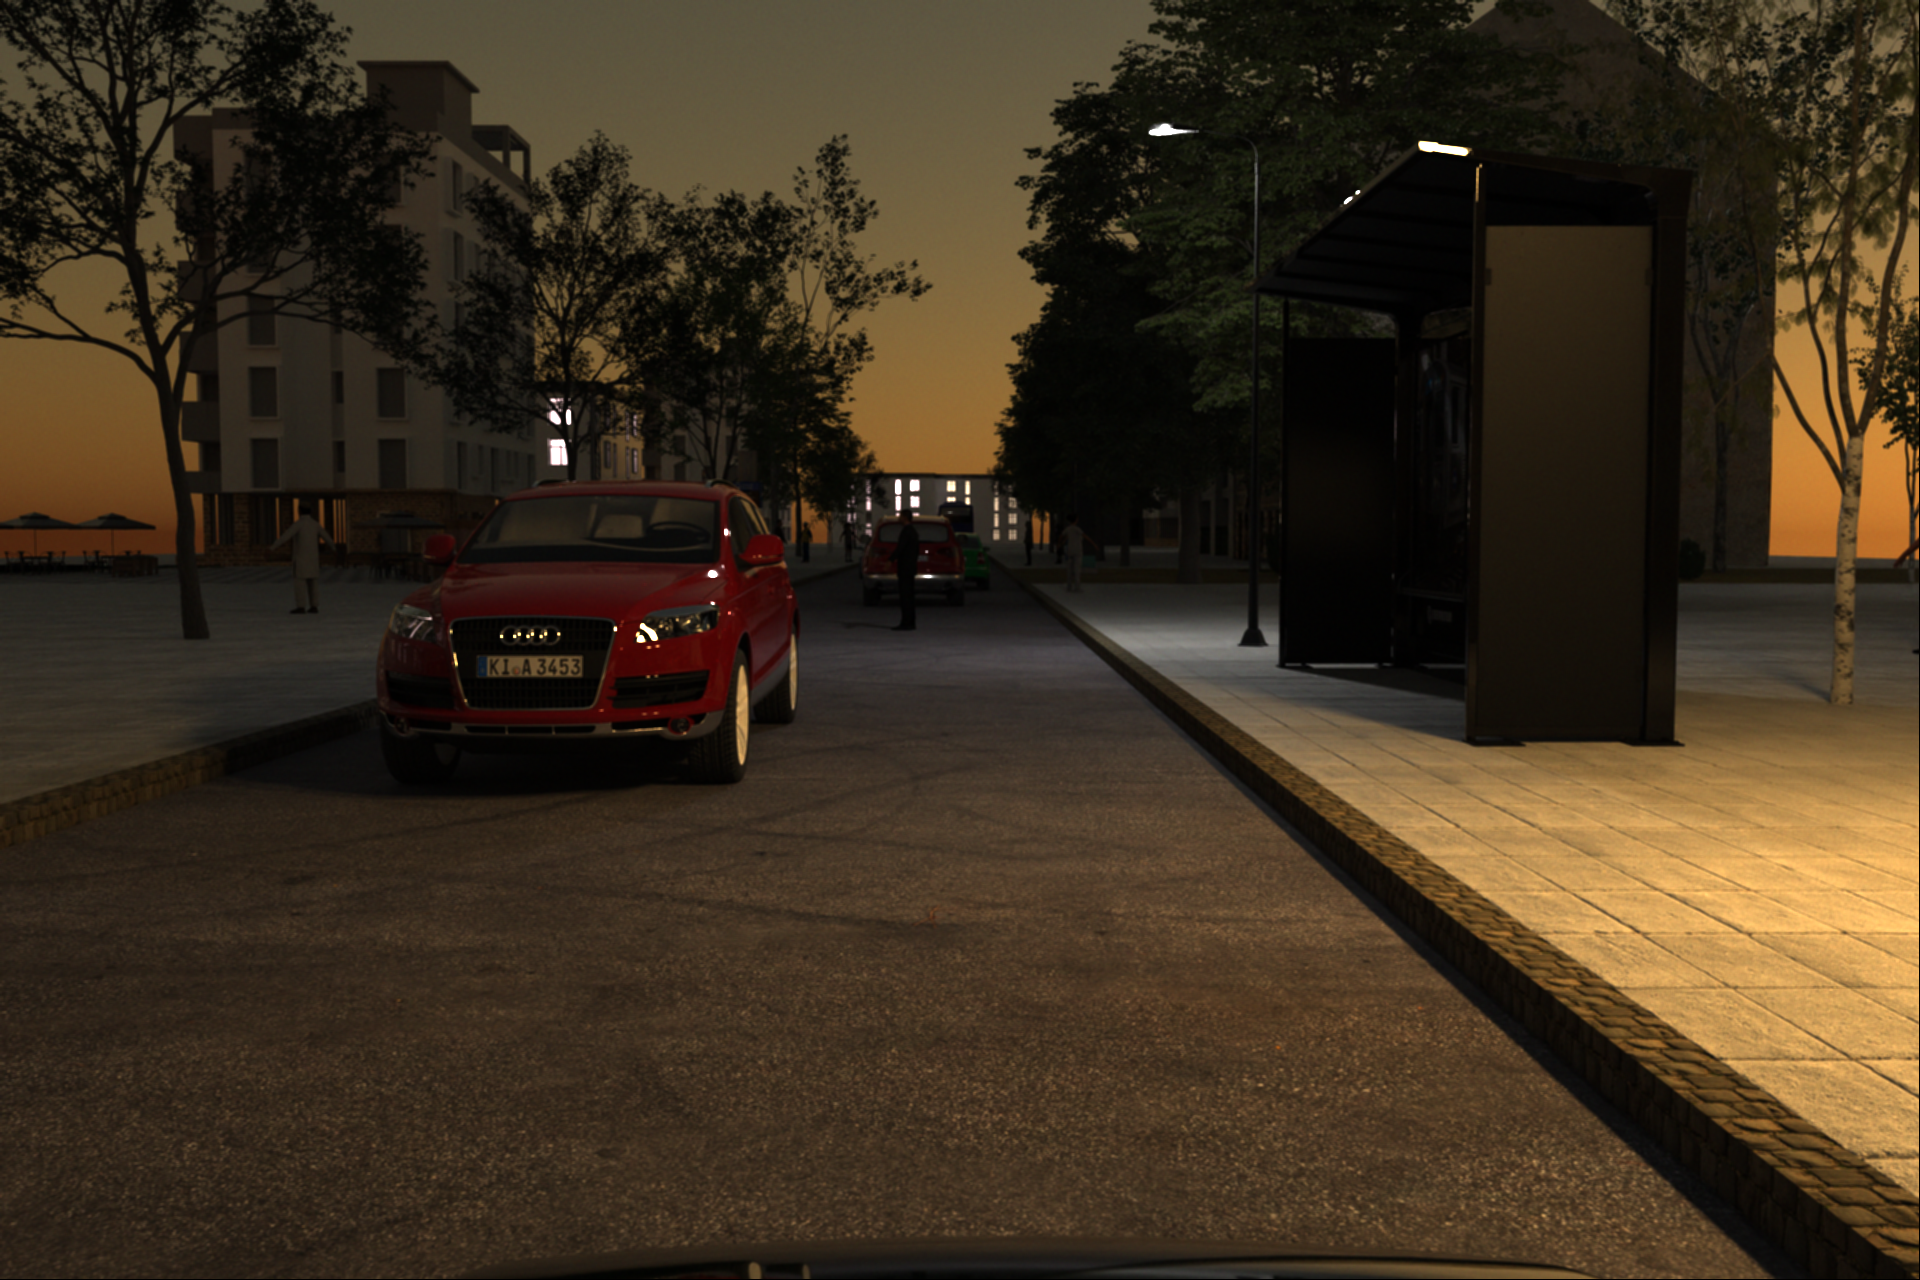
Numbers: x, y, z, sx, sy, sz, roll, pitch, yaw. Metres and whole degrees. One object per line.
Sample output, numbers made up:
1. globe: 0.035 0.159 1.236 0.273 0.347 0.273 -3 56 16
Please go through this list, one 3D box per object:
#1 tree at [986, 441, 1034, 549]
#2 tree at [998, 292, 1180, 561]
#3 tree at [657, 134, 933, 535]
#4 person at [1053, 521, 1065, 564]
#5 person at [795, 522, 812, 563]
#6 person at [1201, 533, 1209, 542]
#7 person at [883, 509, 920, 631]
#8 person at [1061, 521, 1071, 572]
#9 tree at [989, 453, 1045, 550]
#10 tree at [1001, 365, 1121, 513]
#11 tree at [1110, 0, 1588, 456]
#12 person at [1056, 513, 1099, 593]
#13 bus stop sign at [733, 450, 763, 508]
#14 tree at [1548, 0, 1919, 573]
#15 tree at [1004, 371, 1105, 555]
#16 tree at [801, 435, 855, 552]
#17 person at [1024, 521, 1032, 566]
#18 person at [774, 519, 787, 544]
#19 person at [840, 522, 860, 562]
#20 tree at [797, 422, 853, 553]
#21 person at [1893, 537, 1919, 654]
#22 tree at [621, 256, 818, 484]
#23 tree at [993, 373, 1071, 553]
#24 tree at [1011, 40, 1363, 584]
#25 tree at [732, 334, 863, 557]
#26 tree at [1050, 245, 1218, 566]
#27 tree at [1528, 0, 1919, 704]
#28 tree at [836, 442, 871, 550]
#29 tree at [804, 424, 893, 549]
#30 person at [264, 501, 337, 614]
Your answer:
1. tree: 6.140 -12.913 145.545 8.767 10.594 7.601 1 4 9
2. tree: 6.664 -10.717 81.884 9.857 13.997 8.962 0 3 0
3. tree: -8.088 -13.858 82.475 12.611 20.169 13.585 0 3 0
4. person: 4.235 -4.211 74.630 0.705 1.856 1.354 0 4 -6
5. person: -6.953 -4.391 77.769 0.705 1.833 1.349 -3 4 -37
6. person: 10.382 -4.312 76.778 1.348 1.796 0.705 -1 4 -11
7. person: -0.823 -1.051 25.863 0.704 1.802 1.346 1 4 16
8. person: 3.760 -3.212 58.645 0.704 1.817 1.347 2 4 23
9. tree: 6.410 -12.392 137.014 8.767 10.594 7.601 0 4 1
10. tree: 5.934 -10.813 94.926 7.486 12.596 7.792 0 3 0
11. tree: 5.623 -6.616 26.304 7.486 12.596 7.792 0 3 0
12. person: 2.561 -1.912 38.034 0.721 1.739 1.217 -3 5 -44
13. bus stop sign: -6.712 -4.026 54.845 0.837 3.901 0.837 0 4 0
14. tree: 23.729 -12.307 57.111 12.611 20.169 13.585 0 3 0
15. tree: 6.371 -11.450 105.339 7.486 12.596 7.792 0 3 0
16. tree: -9.071 -10.443 121.099 4.737 8.622 4.395 0 3 0
17. person: 2.752 -3.931 70.401 0.705 1.813 1.348 0 4 7
18. person: -6.397 -3.396 61.658 0.704 1.812 1.346 0 4 7
19. person: -5.067 -4.467 79.172 0.704 1.843 1.345 3 5 41
20. tree: -8.606 -10.005 113.952 4.360 8.622 3.978 0 3 0
21. person: 10.380 -0.768 18.340 0.704 1.855 1.343 0 4 -3
22. tree: -9.139 -8.547 65.499 9.928 11.665 9.643 0 3 0
23. tree: 5.686 -12.041 115.002 7.486 12.596 7.792 0 3 0
24. tree: 5.823 -8.409 44.137 9.857 13.997 8.962 0 3 0
25. tree: -9.585 -11.034 98.536 7.486 12.596 7.792 0 3 0
26. tree: 6.900 -9.205 68.626 7.486 12.596 7.792 0 3 0
27. tree: 6.685 -3.810 12.655 4.360 8.622 3.978 0 3 0
28. tree: -8.953 -11.289 134.930 4.737 8.622 4.395 0 3 0
29. tree: -9.033 -12.821 144.030 7.601 10.594 8.767 2 4 25
30. person: -10.610 -1.342 28.028 0.704 1.819 1.344 2 4 33
